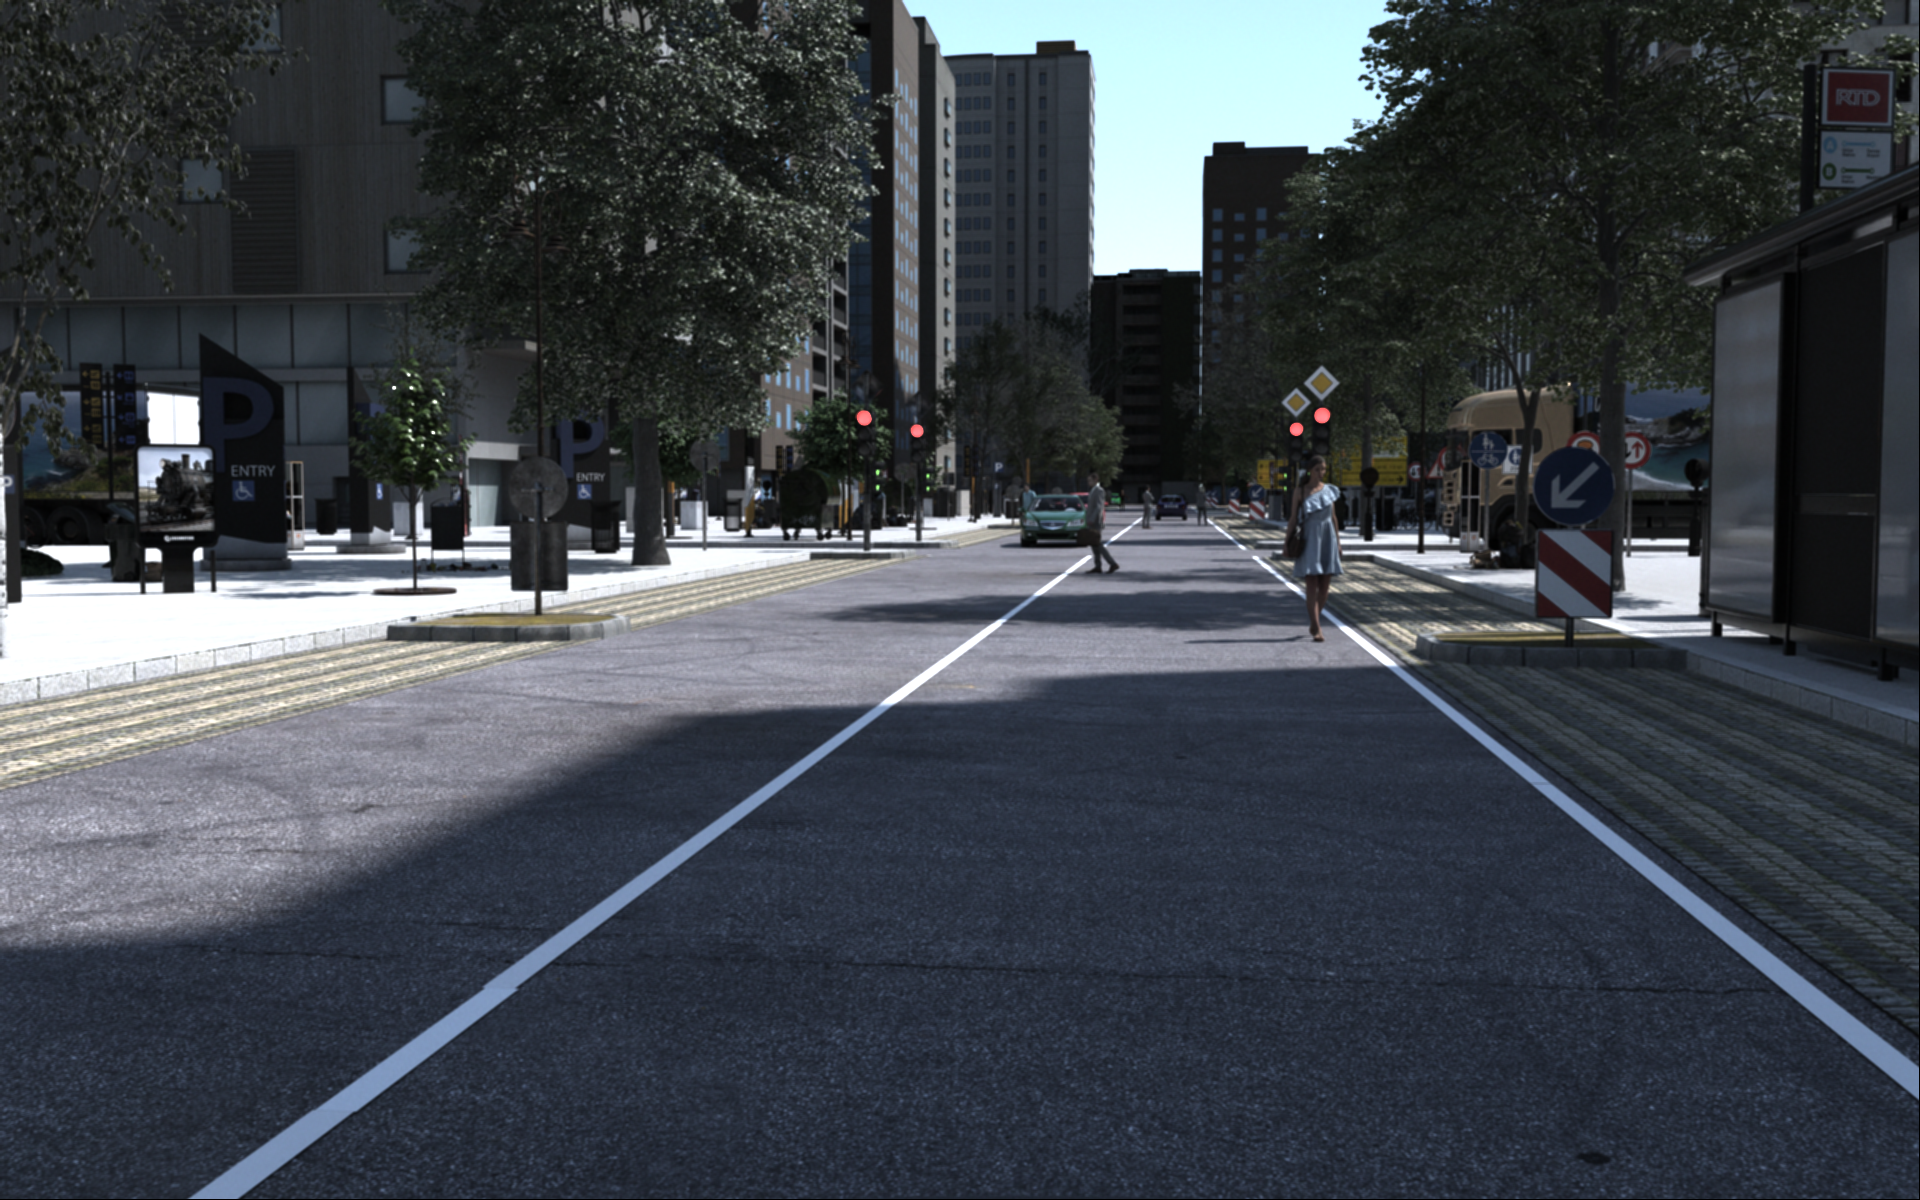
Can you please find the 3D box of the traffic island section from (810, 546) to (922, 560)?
[{"bbox_3d":[-2.124,-1.032,39.162,2.009,0.180,2.903,0,4,7],"label":"traffic island section"}]

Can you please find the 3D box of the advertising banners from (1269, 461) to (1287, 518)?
[{"bbox_3d":[17.012,-5.883,92.379,0.090,3.025,2.074,-1,4,-19],"label":"advertising banners"}]

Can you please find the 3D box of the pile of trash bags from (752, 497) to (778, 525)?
[{"bbox_3d":[-7.269,-3.866,72.969,1.912,1.369,3.447,2,4,27],"label":"pile of trash bags"}]

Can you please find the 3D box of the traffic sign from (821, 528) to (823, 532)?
[{"bbox_3d":[-4.593,-3.514,57.461,0.884,2.594,0.081,1,4,14],"label":"traffic sign"}]

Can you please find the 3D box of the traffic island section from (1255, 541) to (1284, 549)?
[{"bbox_3d":[8.874,-1.441,45.843,2.009,0.180,2.903,0,4,7],"label":"traffic island section"}]

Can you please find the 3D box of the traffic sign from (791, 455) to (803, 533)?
[{"bbox_3d":[-5.260,-3.476,56.829,0.884,2.594,0.081,1,4,15],"label":"traffic sign"}]

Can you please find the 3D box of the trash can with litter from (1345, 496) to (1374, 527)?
[{"bbox_3d":[15.309,-3.461,67.649,1.678,1.210,2.233,1,4,15],"label":"trash can with litter"}]

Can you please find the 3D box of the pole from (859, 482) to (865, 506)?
[{"bbox_3d":[-3.752,-4.396,65.724,0.158,3.312,0.155,0,3,0],"label":"pole"}]

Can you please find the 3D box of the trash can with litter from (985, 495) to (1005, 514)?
[{"bbox_3d":[2.260,-6.040,109.812,2.233,1.210,1.678,-1,4,-14],"label":"trash can with litter"}]

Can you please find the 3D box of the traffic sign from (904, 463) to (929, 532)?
[{"bbox_3d":[-1.489,-3.615,59.115,0.884,2.594,0.081,1,4,12],"label":"traffic sign"}]

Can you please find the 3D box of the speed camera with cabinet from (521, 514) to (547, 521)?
[{"bbox_3d":[-14.270,-3.936,58.687,0.660,3.252,2.038,-3,4,-36],"label":"speed camera with cabinet"}]

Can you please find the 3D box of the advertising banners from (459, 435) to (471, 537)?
[{"bbox_3d":[-14.862,-3.411,51.956,0.090,3.025,2.074,0,4,-8],"label":"advertising banners"}]

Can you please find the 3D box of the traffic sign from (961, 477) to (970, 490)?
[{"bbox_3d":[0.368,-6.194,103.403,0.606,2.300,0.079,1,4,10],"label":"traffic sign"}]

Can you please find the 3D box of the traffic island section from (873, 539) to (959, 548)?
[{"bbox_3d":[-1.140,-1.517,47.086,2.009,0.180,2.903,0,4,7],"label":"traffic island section"}]

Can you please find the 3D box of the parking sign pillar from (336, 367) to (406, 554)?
[{"bbox_3d":[-12.741,-2.991,37.370,1.447,3.967,1.447,0,4,2],"label":"parking sign pillar"}]

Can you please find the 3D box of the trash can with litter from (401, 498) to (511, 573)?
[{"bbox_3d":[-8.200,-1.102,29.077,2.233,1.210,1.678,-1,4,-16],"label":"trash can with litter"}]

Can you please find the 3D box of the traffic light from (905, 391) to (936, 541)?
[{"bbox_3d":[-1.101,-3.549,46.947,0.839,4.253,0.868,0,4,7],"label":"traffic light"}]

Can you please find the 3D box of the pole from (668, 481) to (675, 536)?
[{"bbox_3d":[-8.809,-3.604,52.771,0.158,3.312,0.155,0,3,0],"label":"pole"}]

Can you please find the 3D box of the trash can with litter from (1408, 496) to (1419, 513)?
[{"bbox_3d":[27.251,-5.673,104.142,0.624,1.170,1.055,2,4,35],"label":"trash can with litter"}]

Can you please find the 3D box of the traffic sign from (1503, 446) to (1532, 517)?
[{"bbox_3d":[11.614,-2.080,36.143,0.606,2.300,0.079,1,4,12],"label":"traffic sign"}]

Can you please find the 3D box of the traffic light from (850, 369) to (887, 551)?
[{"bbox_3d":[-2.085,-3.064,39.022,0.839,4.253,0.868,0,4,7],"label":"traffic light"}]

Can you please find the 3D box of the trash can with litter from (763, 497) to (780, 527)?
[{"bbox_3d":[-7.020,-3.444,67.361,2.233,1.210,1.678,0,4,4],"label":"trash can with litter"}]

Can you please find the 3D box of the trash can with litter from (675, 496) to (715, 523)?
[{"bbox_3d":[-12.030,-4.041,77.126,2.233,1.210,1.678,-1,4,-12],"label":"trash can with litter"}]

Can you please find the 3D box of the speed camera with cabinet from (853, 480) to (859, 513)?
[{"bbox_3d":[-4.233,-4.672,70.715,0.660,3.252,2.038,-1,4,-11],"label":"speed camera with cabinet"}]

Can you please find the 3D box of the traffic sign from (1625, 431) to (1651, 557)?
[{"bbox_3d":[13.615,-2.146,35.197,0.768,2.556,0.104,1,4,10],"label":"traffic sign"}]

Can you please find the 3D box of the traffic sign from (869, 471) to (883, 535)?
[{"bbox_3d":[-2.831,-3.318,54.247,0.884,2.594,0.081,1,4,14],"label":"traffic sign"}]

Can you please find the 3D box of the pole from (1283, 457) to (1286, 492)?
[{"bbox_3d":[17.695,-6.153,94.452,0.158,3.312,0.155,0,3,0],"label":"pole"}]

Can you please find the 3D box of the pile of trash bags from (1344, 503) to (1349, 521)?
[{"bbox_3d":[18.305,-4.557,84.257,3.447,1.369,1.912,-2,4,-30],"label":"pile of trash bags"}]

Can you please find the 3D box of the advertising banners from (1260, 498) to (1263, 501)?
[{"bbox_3d":[17.893,-6.518,102.753,0.090,3.025,2.074,2,4,28],"label":"advertising banners"}]

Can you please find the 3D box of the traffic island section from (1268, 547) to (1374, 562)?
[{"bbox_3d":[7.890,-0.956,37.918,2.009,0.180,2.903,0,4,7],"label":"traffic island section"}]

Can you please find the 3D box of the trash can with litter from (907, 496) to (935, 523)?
[{"bbox_3d":[-2.188,-4.021,76.794,1.678,1.210,2.233,-1,4,-22],"label":"trash can with litter"}]

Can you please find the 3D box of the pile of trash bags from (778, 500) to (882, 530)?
[{"bbox_3d":[-4.464,-3.215,62.321,3.447,1.369,1.912,2,4,27],"label":"pile of trash bags"}]

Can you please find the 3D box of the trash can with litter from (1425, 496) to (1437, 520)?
[{"bbox_3d":[22.844,-4.417,83.611,0.624,1.170,1.055,0,4,-5],"label":"trash can with litter"}]

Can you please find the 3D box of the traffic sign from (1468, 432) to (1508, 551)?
[{"bbox_3d":[10.772,-2.158,35.396,0.768,2.556,0.104,1,4,13],"label":"traffic sign"}]

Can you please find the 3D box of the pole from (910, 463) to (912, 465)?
[{"bbox_3d":[-3.150,-7.276,112.798,0.158,3.312,0.155,0,3,0],"label":"pole"}]

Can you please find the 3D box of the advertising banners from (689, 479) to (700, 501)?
[{"bbox_3d":[-14.013,-5.833,91.560,0.090,3.025,2.074,-2,4,-24],"label":"advertising banners"}]

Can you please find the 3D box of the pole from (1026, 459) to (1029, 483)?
[{"bbox_3d":[3.904,-6.474,99.688,0.158,3.312,0.155,0,3,0],"label":"pole"}]

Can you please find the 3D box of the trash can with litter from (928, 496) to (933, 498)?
[{"bbox_3d":[-1.768,-5.836,106.804,0.624,1.170,1.055,1,4,16],"label":"trash can with litter"}]

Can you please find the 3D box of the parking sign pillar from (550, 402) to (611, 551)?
[{"bbox_3d":[-8.733,-3.142,39.841,1.447,3.967,1.447,-2,4,-35],"label":"parking sign pillar"}]

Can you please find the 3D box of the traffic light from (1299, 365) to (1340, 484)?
[{"bbox_3d":[7.852,-2.990,37.809,0.839,4.253,0.868,0,4,7],"label":"traffic light"}]

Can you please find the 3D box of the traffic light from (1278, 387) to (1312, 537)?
[{"bbox_3d":[8.836,-3.475,45.734,0.839,4.253,0.868,0,4,7],"label":"traffic light"}]

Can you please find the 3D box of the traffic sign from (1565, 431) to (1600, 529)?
[{"bbox_3d":[12.600,-2.133,34.988,0.768,2.556,0.104,1,4,14],"label":"traffic sign"}]

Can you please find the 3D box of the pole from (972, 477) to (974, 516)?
[{"bbox_3d":[0.744,-6.578,101.389,0.158,3.312,0.155,0,3,0],"label":"pole"}]

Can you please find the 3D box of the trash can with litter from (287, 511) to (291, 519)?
[{"bbox_3d":[-13.945,-1.419,34.580,0.624,1.170,1.055,2,4,26],"label":"trash can with litter"}]

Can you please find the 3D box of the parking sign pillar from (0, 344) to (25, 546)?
[{"bbox_3d":[-17.271,-2.571,30.502,1.447,3.967,1.447,-3,4,-36],"label":"parking sign pillar"}]

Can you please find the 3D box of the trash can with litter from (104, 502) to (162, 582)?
[{"bbox_3d":[-11.967,-0.858,25.411,1.055,1.170,0.624,1,4,8],"label":"trash can with litter"}]

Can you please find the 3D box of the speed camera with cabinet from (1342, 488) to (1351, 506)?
[{"bbox_3d":[21.974,-6.316,97.595,0.660,3.252,2.038,2,4,27],"label":"speed camera with cabinet"}]

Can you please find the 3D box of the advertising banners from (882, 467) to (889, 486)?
[{"bbox_3d":[-4.221,-7.181,113.591,2.074,3.025,0.090,-2,4,-26],"label":"advertising banners"}]

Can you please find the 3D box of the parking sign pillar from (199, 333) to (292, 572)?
[{"bbox_3d":[-12.054,-2.487,29.130,1.447,3.967,1.447,-1,4,-17],"label":"parking sign pillar"}]
